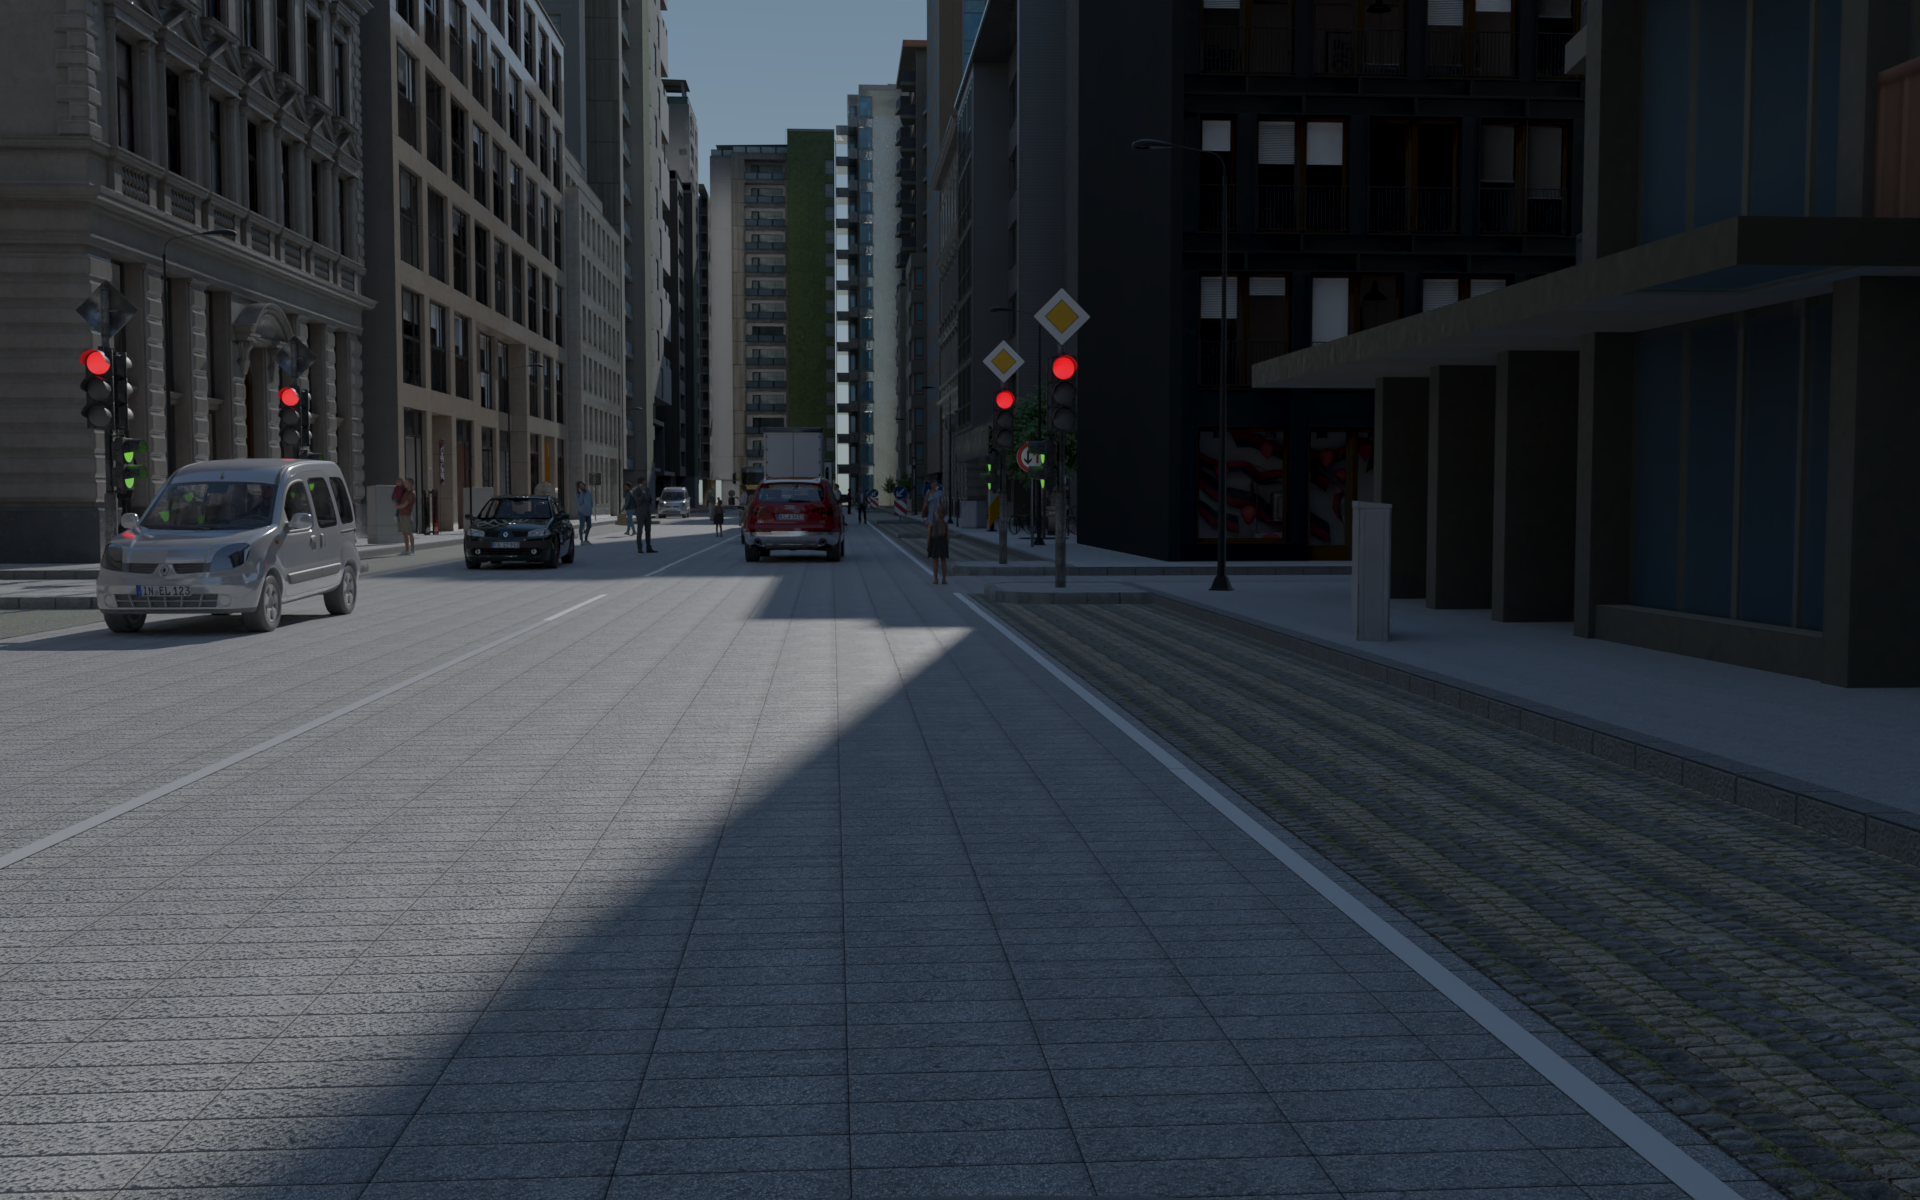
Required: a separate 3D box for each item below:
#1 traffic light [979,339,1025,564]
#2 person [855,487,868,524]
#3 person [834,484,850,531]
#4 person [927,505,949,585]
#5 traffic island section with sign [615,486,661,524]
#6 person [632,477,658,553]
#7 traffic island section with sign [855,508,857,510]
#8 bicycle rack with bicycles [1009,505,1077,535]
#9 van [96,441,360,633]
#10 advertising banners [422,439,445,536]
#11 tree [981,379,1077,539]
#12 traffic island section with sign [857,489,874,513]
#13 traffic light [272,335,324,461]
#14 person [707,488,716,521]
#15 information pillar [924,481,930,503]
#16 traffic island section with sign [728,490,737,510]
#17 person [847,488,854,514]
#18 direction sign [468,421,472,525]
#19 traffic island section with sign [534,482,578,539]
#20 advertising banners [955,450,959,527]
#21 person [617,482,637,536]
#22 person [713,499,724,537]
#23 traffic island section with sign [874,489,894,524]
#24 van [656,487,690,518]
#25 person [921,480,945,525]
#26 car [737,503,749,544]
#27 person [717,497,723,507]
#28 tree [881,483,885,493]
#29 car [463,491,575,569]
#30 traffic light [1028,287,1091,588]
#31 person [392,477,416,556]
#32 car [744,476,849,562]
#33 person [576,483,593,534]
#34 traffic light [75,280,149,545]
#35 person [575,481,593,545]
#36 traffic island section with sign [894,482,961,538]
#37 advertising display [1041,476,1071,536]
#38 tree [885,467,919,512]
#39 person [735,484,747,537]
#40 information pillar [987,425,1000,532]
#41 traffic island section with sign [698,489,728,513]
[{"bbox_3d":[0.772,-2.614,31.653,0.839,4.253,0.868,0,4,-4],"label":"traffic light"},{"bbox_3d":[-4.712,-4.551,83.302,0.661,1.777,0.834,-1,4,-19],"label":"person"},{"bbox_3d":[-4.645,-3.592,67.075,0.795,1.843,0.661,0,4,6],"label":"person"},{"bbox_3d":[-0.349,-0.872,27.432,0.362,1.253,0.373,0,4,-8],"label":"person"},{"bbox_3d":[-15.290,-4.507,82.315,1.989,1.847,2.006,0,4,-4],"label":"traffic island section with sign"},{"bbox_3d":[-7.607,-2.061,42.007,0.447,1.846,0.655,2,4,35],"label":"person"},{"bbox_3d":[-8.715,-9.269,160.169,1.989,1.847,2.006,0,4,-4],"label":"traffic island section with sign"},{"bbox_3d":[2.815,-2.555,55.157,2.925,0.926,2.852,-2,4,-30],"label":"bicycle rack with bicycles"},{"bbox_3d":[-8.031,-0.749,19.253,2.013,2.044,4.112,0,4,-3],"label":"van"},{"bbox_3d":[-16.496,-3.558,54.367,0.090,3.025,2.074,0,4,2],"label":"advertising banners"},{"bbox_3d":[2.324,-4.027,49.559,4.285,4.588,4.351,0,3,0],"label":"tree"},{"bbox_3d":[-6.720,-7.624,133.287,1.989,1.847,2.006,0,4,-4],"label":"traffic island section with sign"},{"bbox_3d":[-11.754,-2.556,30.712,0.839,4.253,0.868,0,4,-4],"label":"traffic light"},{"bbox_3d":[-13.139,-5.066,91.877,0.362,1.759,0.519,3,4,36],"label":"person"},{"bbox_3d":[-1.813,-5.555,95.311,0.304,2.012,0.304,0,4,5],"label":"information pillar"},{"bbox_3d":[-21.092,-9.289,160.497,1.989,1.847,2.006,0,4,-4],"label":"traffic island section with sign"},{"bbox_3d":[-7.766,-6.956,122.194,0.705,1.831,1.348,-1,4,-23],"label":"person"},{"bbox_3d":[-15.279,-3.796,54.068,0.379,3.537,0.876,-1,4,-20],"label":"direction sign"},{"bbox_3d":[-13.298,-2.861,55.403,1.989,1.847,2.006,0,4,-4],"label":"traffic island section with sign"},{"bbox_3d":[-0.119,-4.394,68.035,0.090,3.025,2.074,0,4,-2],"label":"advertising banners"},{"bbox_3d":[-11.277,-3.083,58.896,0.713,1.824,0.794,2,4,27],"label":"person"},{"bbox_3d":[-8.063,-2.730,57.813,0.362,1.253,0.373,0,4,-2],"label":"person"},{"bbox_3d":[-3.017,-4.583,83.552,1.989,1.847,2.006,0,4,-4],"label":"traffic island section with sign"},{"bbox_3d":[-17.023,-5.878,103.118,2.013,2.044,4.112,0,4,-5],"label":"van"},{"bbox_3d":[-0.704,-2.252,45.412,0.616,1.811,0.778,1,4,11],"label":"person"},{"bbox_3d":[-5.527,-2.408,51.164,2.131,1.459,4.920,0,4,-6],"label":"car"},{"bbox_3d":[-14.644,-5.655,105.644,0.352,1.250,0.332,-2,4,-27],"label":"person"},{"bbox_3d":[-6.605,-10.185,161.127,1.663,3.219,1.824,0,3,0],"label":"tree"},{"bbox_3d":[-8.724,-1.508,34.448,2.009,1.686,4.222,0,4,-6],"label":"car"},{"bbox_3d":[1.363,-2.127,23.690,0.839,4.253,0.868,0,4,-4],"label":"traffic light"},{"bbox_3d":[-12.890,-1.942,40.220,0.580,1.828,0.573,0,4,0],"label":"person"},{"bbox_3d":[-3.598,-1.805,38.191,2.281,1.827,5.304,0,4,-2],"label":"car"},{"bbox_3d":[-13.493,-3.267,61.940,0.581,1.822,0.654,1,4,21],"label":"person"},{"bbox_3d":[-11.163,-2.069,22.749,0.839,4.253,0.868,0,4,-4],"label":"traffic light"},{"bbox_3d":[-10.506,-2.424,48.394,0.793,1.790,0.793,0,4,3],"label":"person"},{"bbox_3d":[-1.029,-2.932,56.564,1.989,1.847,2.006,0,4,-4],"label":"traffic island section with sign"},{"bbox_3d":[2.915,-2.945,53.365,0.974,1.923,0.123,1,4,9],"label":"advertising display"},{"bbox_3d":[-3.939,-7.884,123.498,1.663,3.219,1.824,0,3,0],"label":"tree"},{"bbox_3d":[-7.278,-2.968,57.601,0.524,1.755,0.480,1,4,9],"label":"person"},{"bbox_3d":[1.151,-4.150,59.211,0.504,3.616,0.183,-3,5,-45],"label":"information pillar"},{"bbox_3d":[-19.046,-7.604,132.955,1.989,1.847,2.006,0,4,-4],"label":"traffic island section with sign"}]
